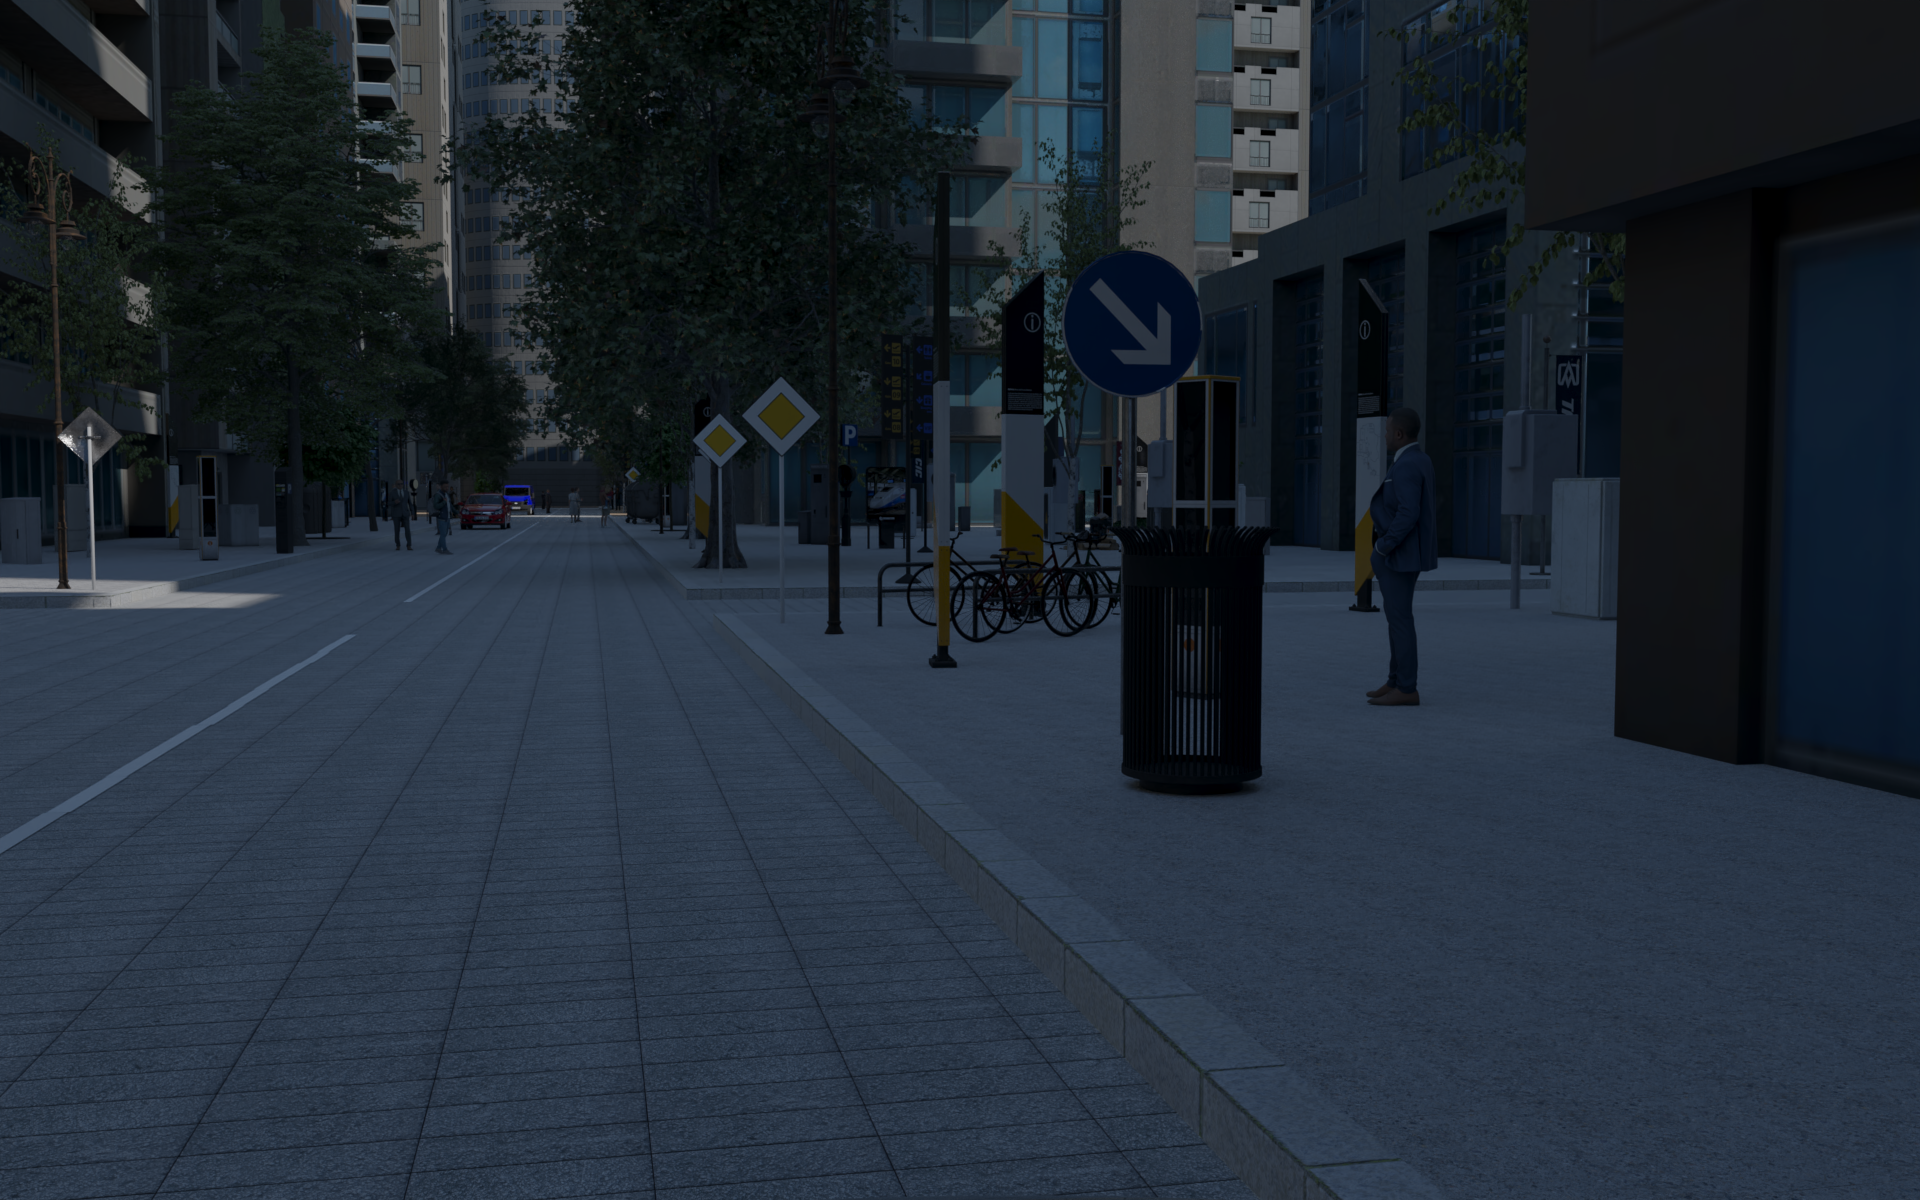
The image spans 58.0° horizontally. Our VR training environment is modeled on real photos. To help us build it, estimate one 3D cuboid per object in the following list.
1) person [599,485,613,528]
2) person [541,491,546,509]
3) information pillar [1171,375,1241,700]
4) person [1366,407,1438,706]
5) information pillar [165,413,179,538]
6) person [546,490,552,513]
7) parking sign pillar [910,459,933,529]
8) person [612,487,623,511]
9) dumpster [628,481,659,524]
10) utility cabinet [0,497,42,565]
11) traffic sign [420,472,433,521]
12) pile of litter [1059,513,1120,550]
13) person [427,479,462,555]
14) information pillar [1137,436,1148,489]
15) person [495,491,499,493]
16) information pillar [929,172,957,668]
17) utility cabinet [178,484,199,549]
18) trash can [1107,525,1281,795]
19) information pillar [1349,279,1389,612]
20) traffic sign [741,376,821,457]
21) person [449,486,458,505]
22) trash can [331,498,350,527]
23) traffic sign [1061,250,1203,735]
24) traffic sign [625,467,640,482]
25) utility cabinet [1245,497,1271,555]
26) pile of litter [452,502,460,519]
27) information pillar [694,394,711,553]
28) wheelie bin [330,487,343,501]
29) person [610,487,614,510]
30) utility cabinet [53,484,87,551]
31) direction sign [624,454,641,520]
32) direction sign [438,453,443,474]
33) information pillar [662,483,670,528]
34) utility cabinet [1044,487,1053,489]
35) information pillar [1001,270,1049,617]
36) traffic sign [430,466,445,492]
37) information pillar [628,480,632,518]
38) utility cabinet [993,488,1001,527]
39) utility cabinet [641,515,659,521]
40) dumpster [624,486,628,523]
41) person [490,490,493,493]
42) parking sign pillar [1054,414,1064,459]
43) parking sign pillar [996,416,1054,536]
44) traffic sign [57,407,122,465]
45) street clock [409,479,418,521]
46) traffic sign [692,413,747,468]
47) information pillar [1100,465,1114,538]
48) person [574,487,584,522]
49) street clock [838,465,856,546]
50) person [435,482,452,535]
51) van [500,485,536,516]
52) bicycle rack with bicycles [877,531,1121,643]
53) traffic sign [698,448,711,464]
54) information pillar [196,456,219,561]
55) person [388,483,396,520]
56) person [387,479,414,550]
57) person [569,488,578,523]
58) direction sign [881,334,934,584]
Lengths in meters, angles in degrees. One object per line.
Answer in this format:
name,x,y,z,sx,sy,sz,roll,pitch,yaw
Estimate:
person,-14.996,-3.965,73.301,0.580,1.828,0.573,0,4,2
person,-38.975,-9.380,162.668,0.742,1.727,0.445,0,4,4
information pillar,1.544,-0.393,10.915,0.304,2.012,0.304,-3,5,-43
person,2.695,-0.265,10.550,0.419,1.800,0.721,1,4,14
information pillar,-22.856,-3.604,50.277,0.183,3.616,0.504,0,4,6
person,-30.462,-7.299,128.384,0.434,1.755,0.990,0,4,7
parking sign pillar,-1.701,-4.685,65.078,1.447,3.967,1.447,0,4,-6
person,-26.691,-7.890,135.064,1.348,1.821,0.705,1,4,15
dumpster,-13.351,-4.157,73.725,1.264,1.857,1.865,-1,4,-12
utility cabinet,-17.284,-1.266,31.859,1.020,1.237,0.306,3,4,38
traffic sign,-25.129,-4.863,81.636,0.606,2.300,0.079,0,4,-7
pile of litter,3.155,-1.580,39.791,1.719,0.858,1.176,2,4,35
person,-12.147,-1.952,40.756,0.721,1.781,0.623,0,4,1
information pillar,7.143,-4.705,68.284,0.504,3.616,0.183,0,4,-2
person,-23.618,-4.770,88.300,0.330,1.601,0.589,-2,4,-30
information pillar,-0.137,-1.318,12.903,0.183,3.616,0.504,0,4,-5
utility cabinet,-17.815,-1.926,40.168,0.318,1.500,1.173,-1,4,-9
trash can,1.014,0.250,7.563,0.748,1.137,0.748,0,3,0
information pillar,4.450,-1.676,18.764,0.183,3.616,0.504,-1,4,-19
traffic sign,-1.741,-0.913,17.123,0.795,2.593,0.064,-1,4,-12
person,-30.222,-5.872,102.761,1.217,1.735,0.721,2,4,33
trash can,-23.808,-3.357,66.535,0.748,1.137,0.748,0,3,0
traffic sign,0.896,-0.554,9.167,0.768,2.556,0.104,-1,4,-11
traffic sign,-15.632,-5.095,83.032,0.795,2.593,0.064,-1,4,-9
utility cabinet,6.021,-1.554,36.564,1.020,1.237,0.306,2,4,30
pile of litter,-26.691,-4.702,90.849,1.176,0.858,1.719,0,4,-6
information pillar,-5.539,-2.840,37.783,0.504,3.616,0.183,1,4,18
wheelie bin,-26.416,-3.977,72.934,0.980,1.594,0.693,0,4,2
person,-28.352,-8.259,141.015,0.705,1.831,1.348,-1,4,-16
utility cabinet,-19.848,-1.836,38.693,0.318,1.500,1.173,0,4,-4
direction sign,-16.447,-5.814,87.056,0.876,3.537,0.379,0,4,-1
direction sign,-28.588,-6.325,95.416,0.379,3.537,0.876,0,4,-1
information pillar,-11.224,-3.772,66.169,0.304,2.012,0.304,-3,5,-39
utility cabinet,3.123,-2.867,55.558,1.173,1.500,0.318,3,5,40
information pillar,0.669,-1.636,18.096,0.504,3.616,0.183,-2,4,-29
traffic sign,-24.261,-4.922,80.483,0.884,2.594,0.081,0,4,-4
information pillar,-16.890,-5.185,89.272,0.304,2.012,0.304,1,4,22
utility cabinet,1.557,-3.505,65.990,0.318,1.500,1.173,-1,4,-14
utility cabinet,-14.628,-4.534,82.810,1.173,1.500,0.318,0,3,0
dumpster,-14.236,-4.349,76.858,1.264,1.857,1.865,-1,4,-12
person,-41.827,-9.045,154.851,0.530,1.710,0.541,-3,5,-39
parking sign pillar,2.996,-4.306,58.869,1.447,3.967,1.447,-2,4,-34
parking sign pillar,1.828,-3.955,53.131,1.447,3.967,1.447,2,4,33
traffic sign,-11.639,-1.284,23.180,0.795,2.593,0.064,-1,4,-12
street clock,-26.417,-4.847,83.813,0.358,2.002,0.471,1,4,13
traffic sign,-3.429,-1.391,24.928,0.795,2.593,0.064,-1,4,-12
information pillar,3.725,-2.414,43.957,0.304,2.012,0.304,0,4,-2
person,-19.789,-4.966,89.886,0.583,1.804,0.606,-1,4,-19
street clock,-2.799,-2.322,42.527,0.471,2.002,0.358,1,4,22
person,-17.961,-3.161,60.042,0.748,1.841,0.638,3,5,41
van,-29.741,-6.868,116.681,2.240,2.365,5.245,-1,4,-11
bicycle rack with bicycles,0.636,-0.186,16.421,2.925,0.926,2.852,-2,4,-30
traffic sign,-5.129,-2.260,36.680,0.795,2.593,0.064,0,4,-3
information pillar,-14.491,-1.766,33.362,0.304,2.012,0.304,-2,4,-34
person,-27.698,-4.791,84.559,0.590,1.801,0.661,-1,4,-9
person,-14.199,-2.164,44.054,0.661,1.801,0.590,-2,4,-31
person,-19.292,-4.730,86.411,0.480,1.755,0.524,-1,4,-23
direction sign,-0.744,-2.007,24.808,0.876,3.537,0.379,-2,4,-34
